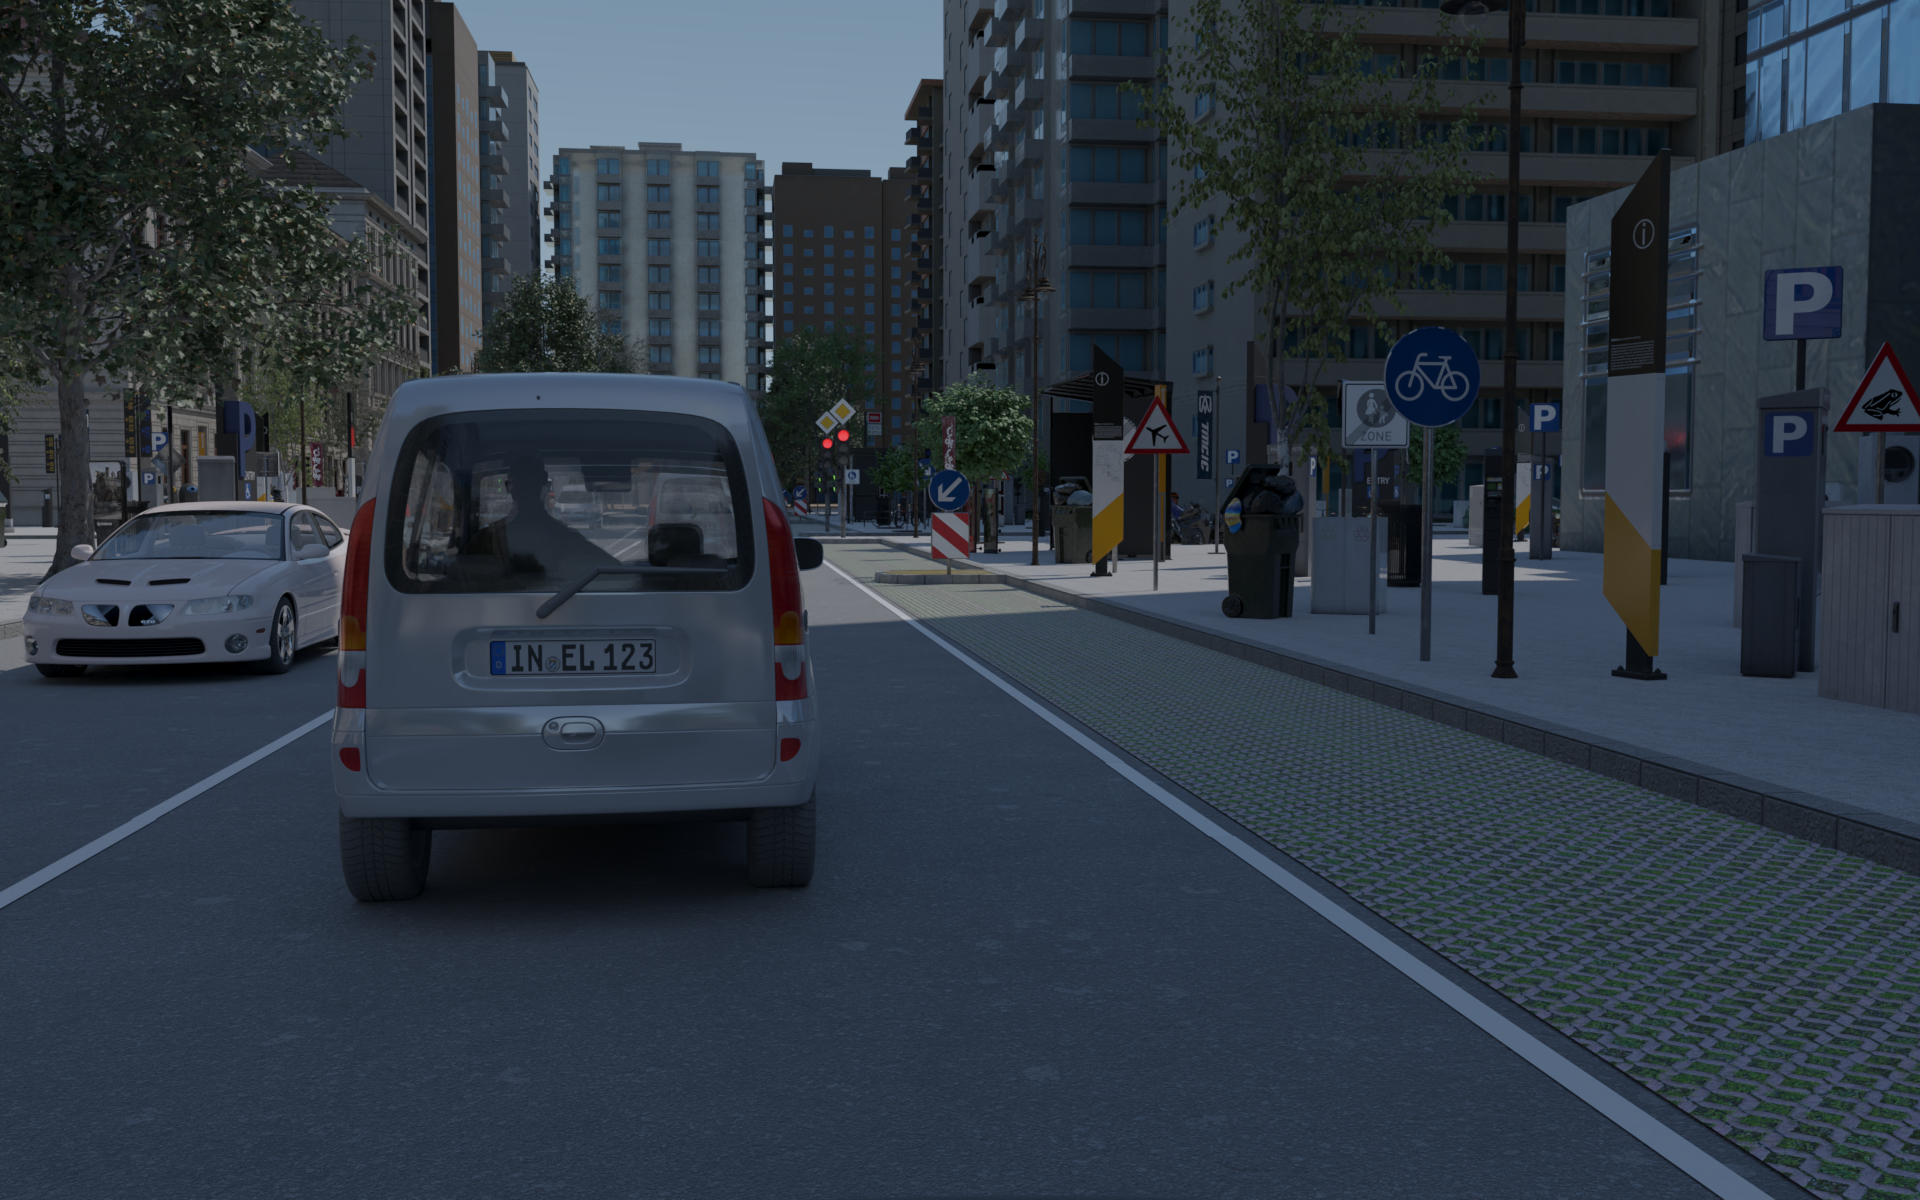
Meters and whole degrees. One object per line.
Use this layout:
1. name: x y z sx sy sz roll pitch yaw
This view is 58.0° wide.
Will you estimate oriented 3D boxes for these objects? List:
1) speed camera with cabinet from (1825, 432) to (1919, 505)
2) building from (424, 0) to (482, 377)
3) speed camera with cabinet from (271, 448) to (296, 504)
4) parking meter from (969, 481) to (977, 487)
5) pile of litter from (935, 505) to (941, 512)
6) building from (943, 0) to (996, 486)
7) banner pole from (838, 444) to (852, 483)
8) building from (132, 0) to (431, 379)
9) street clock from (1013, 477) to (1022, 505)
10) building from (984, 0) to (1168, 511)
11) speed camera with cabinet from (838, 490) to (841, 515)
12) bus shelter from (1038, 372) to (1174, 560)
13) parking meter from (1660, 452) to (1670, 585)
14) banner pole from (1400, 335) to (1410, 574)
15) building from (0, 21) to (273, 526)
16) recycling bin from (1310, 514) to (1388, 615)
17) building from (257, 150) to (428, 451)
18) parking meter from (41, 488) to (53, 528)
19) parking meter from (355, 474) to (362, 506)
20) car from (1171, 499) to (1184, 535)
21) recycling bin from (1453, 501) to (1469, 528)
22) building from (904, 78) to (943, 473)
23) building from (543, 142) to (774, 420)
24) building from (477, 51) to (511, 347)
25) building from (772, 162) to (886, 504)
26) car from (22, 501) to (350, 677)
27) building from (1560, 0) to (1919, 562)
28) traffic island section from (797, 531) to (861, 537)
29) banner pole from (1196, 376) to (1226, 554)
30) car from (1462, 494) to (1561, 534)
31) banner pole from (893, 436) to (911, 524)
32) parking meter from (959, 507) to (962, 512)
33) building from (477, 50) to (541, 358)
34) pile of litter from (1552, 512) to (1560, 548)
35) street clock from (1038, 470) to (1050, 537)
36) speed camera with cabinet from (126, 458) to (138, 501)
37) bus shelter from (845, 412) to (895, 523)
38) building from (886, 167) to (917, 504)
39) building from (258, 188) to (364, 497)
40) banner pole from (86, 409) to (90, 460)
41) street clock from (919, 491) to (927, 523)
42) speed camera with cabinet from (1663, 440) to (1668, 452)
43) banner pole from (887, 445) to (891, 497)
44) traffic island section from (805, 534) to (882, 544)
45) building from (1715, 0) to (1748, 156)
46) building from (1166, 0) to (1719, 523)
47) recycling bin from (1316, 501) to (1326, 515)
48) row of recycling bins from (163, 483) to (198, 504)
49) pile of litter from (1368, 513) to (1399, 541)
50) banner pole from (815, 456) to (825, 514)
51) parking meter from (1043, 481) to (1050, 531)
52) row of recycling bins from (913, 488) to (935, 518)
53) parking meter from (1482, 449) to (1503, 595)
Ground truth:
1. speed camera with cabinet: 13.232 -1.940 26.050 2.038 3.252 0.660 0 4 8
2. building: -51.120 -30.917 155.605 14.600 45.320 14.200 0 4 -8
3. speed camera with cabinet: -27.489 -4.709 71.334 2.038 3.252 0.660 2 4 33
4. parking meter: 0.348 -2.665 49.276 0.399 1.863 0.255 -2 4 -30
5. pile of litter: -0.745 -4.183 82.355 1.176 0.858 1.719 2 4 34
6. building: 13.411 -34.581 154.646 28.713 52.752 27.495 0 4 -8
7. banner pole: -5.706 -5.917 86.760 0.863 3.779 0.401 -1 4 -11
8. building: -51.374 -42.752 137.252 20.563 71.187 20.611 0 4 -8
9. street clock: 2.467 -4.256 74.157 0.358 2.002 0.471 2 4 25
10. building: 13.693 -30.047 110.879 23.786 49.044 30.456 0 4 -8
11. speed camera with cabinet: -7.380 -7.006 108.879 0.660 3.252 2.038 0 4 -4
12. bus shelter: 2.946 -2.769 36.550 1.731 3.624 6.357 0 4 -8
13. parking meter: 9.856 -1.152 24.541 0.255 1.863 0.399 0 4 3
14. banner pole: 6.959 -2.264 27.037 0.401 3.779 0.863 0 4 7
15. building: -39.477 -14.778 77.783 11.583 22.565 21.152 0 4 -8
16. recycling bin: 4.208 -0.377 18.717 0.722 1.027 0.722 1 4 21
17. building: -43.447 -17.681 117.964 11.050 23.489 19.941 0 4 -8
18. parking meter: -35.020 -3.549 66.435 0.372 1.533 0.369 0 3 0
19. parking meter: -17.177 -2.698 49.825 0.399 1.863 0.255 2 4 24
20. car: 5.334 -2.620 55.423 3.894 1.354 1.945 -1 4 -8
21. recycling bin: 19.232 -3.269 66.002 0.722 1.027 0.722 2 4 26
22. building: 5.743 -32.314 182.961 22.147 44.769 28.867 0 4 -8
23. building: -41.060 -37.857 238.564 30.456 49.044 23.786 0 4 -8
24. building: -62.032 -34.068 176.622 30.456 49.044 23.786 0 4 -8
25. building: -18.321 -35.903 237.128 14.200 45.320 14.600 0 4 -8
26. car: -6.454 -0.170 15.147 2.083 1.381 4.827 0 4 -7
27. building: 26.734 -43.434 22.815 22.319 86.520 31.000 0 4 -8
28. traffic island section: -4.472 -2.229 58.729 2.009 0.180 2.903 0 4 -8
29. banner pole: 5.316 -2.863 36.825 0.863 3.779 0.401 -3 4 -38
30. car: 19.466 -2.854 58.454 4.920 1.459 2.131 0 4 -8
31. banner pole: -2.403 -5.186 74.803 0.401 3.779 0.863 3 5 43
32. parking meter: 0.105 -3.913 72.388 0.372 1.533 0.369 0 3 0
33. building: -70.936 -42.237 232.568 28.212 58.520 21.231 0 4 -8
34. pile of litter: 14.595 -1.691 41.618 1.176 0.858 1.719 0 4 3
35. street clock: 2.438 -2.894 51.888 0.471 2.002 0.358 2 4 27
36. speed camera with cabinet: -33.299 -4.495 67.829 2.038 3.252 0.660 0 4 0
37. bus shelter: -4.548 -6.396 82.199 2.179 5.291 8.768 0 4 -8
38. building: -4.178 -36.117 240.618 14.200 45.320 14.600 0 4 -8
39. building: -40.961 -14.315 98.677 10.561 19.102 19.286 0 4 -8
40. banner pole: -22.477 -3.331 44.471 0.401 3.779 0.863 0 4 -6
41. street clock: -1.633 -4.450 77.323 0.358 2.002 0.471 0 4 -5
42. speed camera with cabinet: 21.911 -3.622 53.563 0.660 3.252 2.038 2 4 27
43. banner pole: -3.438 -6.066 89.203 0.401 3.779 0.863 3 5 43
44. traffic island section: -3.405 -1.745 50.815 2.009 0.180 2.903 0 4 -8
45. building: 50.521 -39.728 87.802 20.611 71.187 20.563 0 4 -8
46. building: 21.586 -28.231 85.279 21.600 48.544 21.300 0 4 -8
47. recycling bin: 13.457 -3.250 65.698 0.722 1.027 0.722 0 4 1
48. row of recycling bins: -29.340 -3.664 67.013 3.534 1.692 1.069 -3 5 -39
49. pile of litter: 9.876 -1.603 40.178 1.176 0.858 1.719 3 5 43
50. banner pole: -9.220 -7.599 114.254 0.863 3.779 0.401 -3 5 -44
51. parking meter: 3.014 -3.316 59.921 0.399 1.863 0.255 0 4 5
52. row of recycling bins: -1.965 -5.263 93.162 1.069 1.692 3.534 0 4 6
53. parking meter: 6.803 -1.000 22.069 0.255 1.863 0.399 1 4 15
